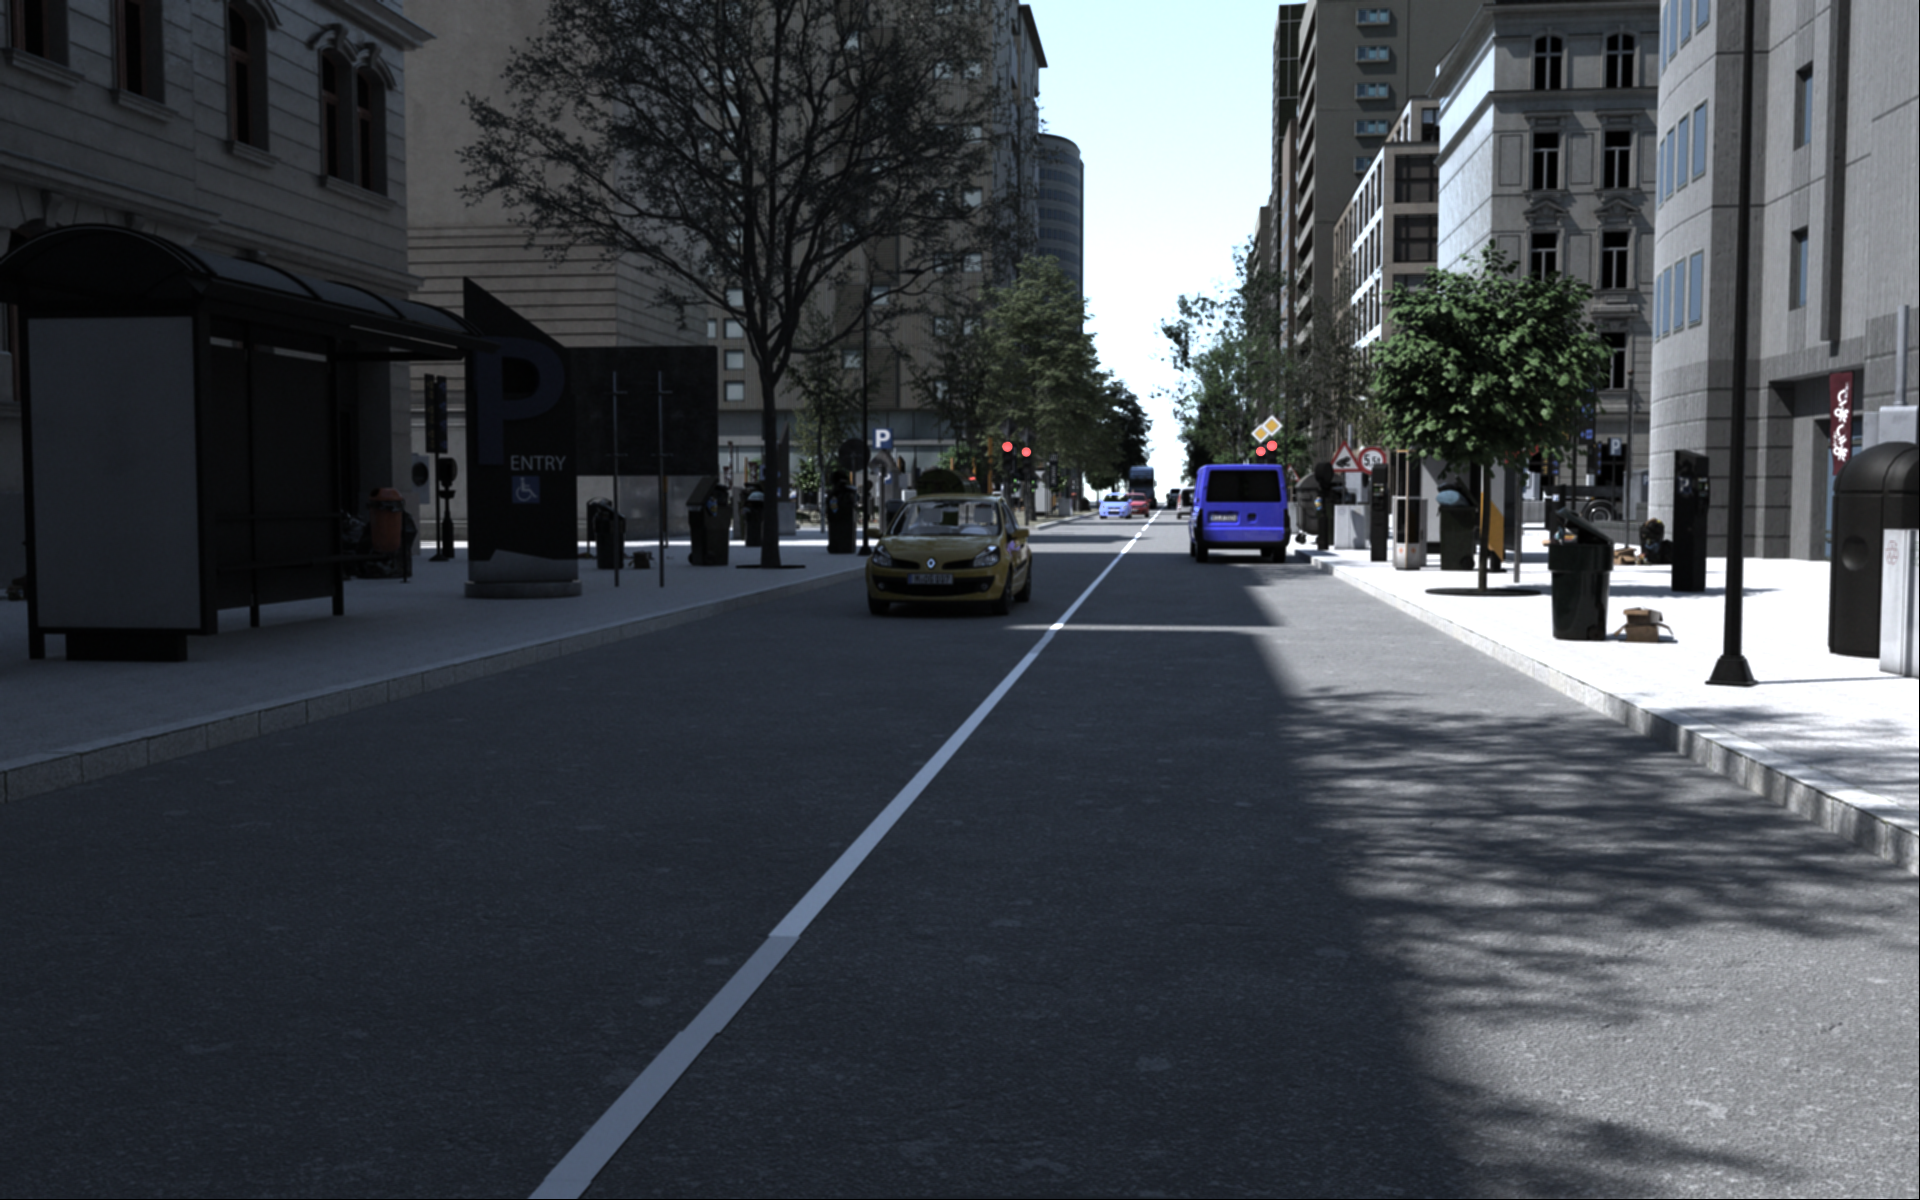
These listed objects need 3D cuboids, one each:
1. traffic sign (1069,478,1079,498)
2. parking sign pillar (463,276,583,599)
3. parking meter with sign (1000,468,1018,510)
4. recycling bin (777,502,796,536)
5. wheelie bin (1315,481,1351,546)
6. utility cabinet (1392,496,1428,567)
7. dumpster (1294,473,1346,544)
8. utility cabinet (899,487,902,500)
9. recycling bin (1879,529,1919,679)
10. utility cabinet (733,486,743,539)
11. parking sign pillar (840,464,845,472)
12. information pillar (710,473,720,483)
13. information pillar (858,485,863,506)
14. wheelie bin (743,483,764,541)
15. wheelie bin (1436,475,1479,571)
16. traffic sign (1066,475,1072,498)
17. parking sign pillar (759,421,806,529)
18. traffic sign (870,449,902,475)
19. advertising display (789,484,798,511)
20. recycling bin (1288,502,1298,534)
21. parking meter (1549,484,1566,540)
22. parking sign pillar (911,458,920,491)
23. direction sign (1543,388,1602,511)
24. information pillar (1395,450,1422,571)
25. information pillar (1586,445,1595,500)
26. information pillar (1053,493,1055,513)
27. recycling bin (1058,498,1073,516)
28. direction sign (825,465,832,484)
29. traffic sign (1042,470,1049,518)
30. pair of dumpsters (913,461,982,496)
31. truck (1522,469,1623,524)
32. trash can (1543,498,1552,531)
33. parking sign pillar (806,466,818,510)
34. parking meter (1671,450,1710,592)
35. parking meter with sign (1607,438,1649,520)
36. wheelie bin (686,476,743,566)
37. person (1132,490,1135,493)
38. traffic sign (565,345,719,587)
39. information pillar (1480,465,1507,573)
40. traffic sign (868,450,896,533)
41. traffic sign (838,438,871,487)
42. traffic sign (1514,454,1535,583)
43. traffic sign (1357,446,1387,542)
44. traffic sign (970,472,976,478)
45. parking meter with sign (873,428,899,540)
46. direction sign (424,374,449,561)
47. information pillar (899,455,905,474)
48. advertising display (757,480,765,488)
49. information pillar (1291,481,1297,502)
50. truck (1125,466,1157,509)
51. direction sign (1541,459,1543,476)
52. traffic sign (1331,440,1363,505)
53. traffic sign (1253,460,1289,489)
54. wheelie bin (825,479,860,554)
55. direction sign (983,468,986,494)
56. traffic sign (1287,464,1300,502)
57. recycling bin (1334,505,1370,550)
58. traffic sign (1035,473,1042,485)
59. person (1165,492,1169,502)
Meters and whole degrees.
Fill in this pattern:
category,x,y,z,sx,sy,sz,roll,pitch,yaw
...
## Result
category,x,y,z,sx,sy,sz,roll,pitch,yaw
traffic sign,7.280,-6.629,110.510,0.606,2.300,0.079,1,4,12
parking sign pillar,-5.500,-2.034,21.720,1.447,3.967,1.447,-2,4,-25
parking meter with sign,2.988,-7.149,113.145,0.543,3.016,1.738,3,5,43
recycling bin,-5.594,-2.531,53.930,0.722,1.027,0.722,-3,5,-44
wheelie bin,9.359,-2.167,43.330,0.980,1.594,0.693,-2,4,-32
utility cabinet,7.973,-1.192,30.644,0.306,1.237,1.020,2,4,33
dumpster,9.349,-2.392,44.865,1.264,1.857,1.865,0,4,7
utility cabinet,-1.992,-2.653,52.053,0.318,1.500,1.173,-1,4,-11
recycling bin,7.008,0.022,12.188,0.722,1.027,0.722,0,4,2
utility cabinet,-6.342,-2.503,49.597,0.318,1.500,1.173,0,4,-7
parking sign pillar,-9.084,-8.852,133.196,1.447,3.967,1.447,0,4,-4
information pillar,-8.623,-3.447,60.843,0.304,2.012,0.304,1,4,13
information pillar,-8.033,-8.283,139.914,0.304,2.012,0.304,2,4,29
wheelie bin,-5.674,-2.429,47.625,0.980,1.594,0.693,3,4,38
wheelie bin,8.350,-1.297,29.108,0.693,1.594,0.980,1,4,15
traffic sign,7.505,-7.212,117.925,0.884,2.594,0.081,1,4,13
parking sign pillar,-6.567,-4.570,63.189,1.447,3.967,1.447,0,4,7
traffic sign,-2.046,-2.921,47.760,0.884,2.594,0.081,0,4,7
advertising display,-10.566,-6.262,107.596,0.974,1.923,0.123,1,4,14
recycling bin,10.420,-2.621,55.399,0.722,1.027,0.722,0,4,2
parking meter,15.159,-2.172,43.924,0.372,1.533,0.369,0,3,0
parking sign pillar,-3.300,-8.589,128.898,1.447,3.967,1.447,-1,4,-12
direction sign,9.877,-2.193,27.849,0.379,3.537,0.876,-1,4,-22
information pillar,7.548,-1.507,29.134,0.304,2.012,0.304,-1,4,-22
information pillar,26.544,-4.990,72.939,0.504,3.616,0.183,-3,4,-38
information pillar,6.243,-7.696,117.185,0.504,3.616,0.183,0,4,-4
recycling bin,6.055,-5.317,99.491,0.722,1.027,0.722,1,4,13
direction sign,-10.350,-8.859,136.843,0.379,3.537,0.876,3,4,36
traffic sign,4.716,-5.633,92.201,0.768,2.556,0.104,1,4,16
pair of dumpsters,-0.368,-2.890,49.742,1.574,2.255,4.437,0,4,7
truck,26.499,-4.513,63.551,18.799,4.110,2.967,1,4,9
trash can,20.717,-2.982,60.404,0.748,1.137,0.748,0,3,0
parking sign pillar,-11.581,-8.839,132.983,1.447,3.967,1.447,-3,4,-37
parking meter,9.607,-1.043,22.769,0.255,1.863,0.399,-2,4,-29
parking meter with sign,20.722,-3.474,53.057,0.543,3.016,1.738,-2,4,-32
wheelie bin,-4.512,-1.427,31.233,0.693,1.594,0.980,-3,4,-36
person,13.099,-7.498,131.487,0.834,1.777,0.661,1,4,10
traffic sign,-4.444,-1.837,23.902,2.265,3.308,0.079,0,4,7
information pillar,8.667,-2.248,28.103,0.504,3.616,0.183,-2,4,-34
traffic sign,-2.051,-2.699,45.319,0.795,2.450,0.064,1,4,10
traffic sign,-2.408,-2.403,39.403,0.768,2.556,0.104,1,4,12
traffic sign,8.051,-1.521,24.969,0.768,2.556,0.104,1,4,14
traffic sign,10.934,-2.807,46.004,0.768,2.556,0.104,1,4,9
traffic sign,0.301,-4.436,73.712,0.795,2.450,0.064,1,4,13
parking meter with sign,-1.889,-3.085,46.708,0.543,3.016,1.738,1,4,10
direction sign,-9.988,-2.513,33.088,0.379,3.537,0.876,1,4,8
information pillar,-3.498,-6.916,104.437,0.183,3.616,0.504,3,5,39
advertising display,-9.009,-4.612,80.625,0.974,1.923,0.123,-3,4,-38
information pillar,15.632,-4.673,80.901,0.304,2.012,0.304,0,4,8
truck,18.334,-11.224,173.271,2.967,4.110,18.799,0,4,7
direction sign,25.377,-5.048,74.530,0.379,3.537,0.876,-2,4,-34
traffic sign,9.270,-2.558,41.834,0.884,2.594,0.081,1,4,13
traffic sign,14.957,-5.371,81.687,2.265,3.308,0.079,1,4,14
wheelie bin,-2.533,-1.812,37.526,0.693,1.594,0.980,0,4,5
direction sign,1.877,-8.695,134.168,0.379,3.537,0.876,1,4,15
traffic sign,13.778,-4.422,72.309,0.884,2.594,0.081,1,4,9
recycling bin,9.138,-1.701,40.359,0.722,1.027,0.722,1,4,21
traffic sign,3.886,-5.467,90.572,0.795,2.450,0.064,1,4,13
person,35.272,-17.424,293.940,0.990,1.755,0.434,1,4,12
